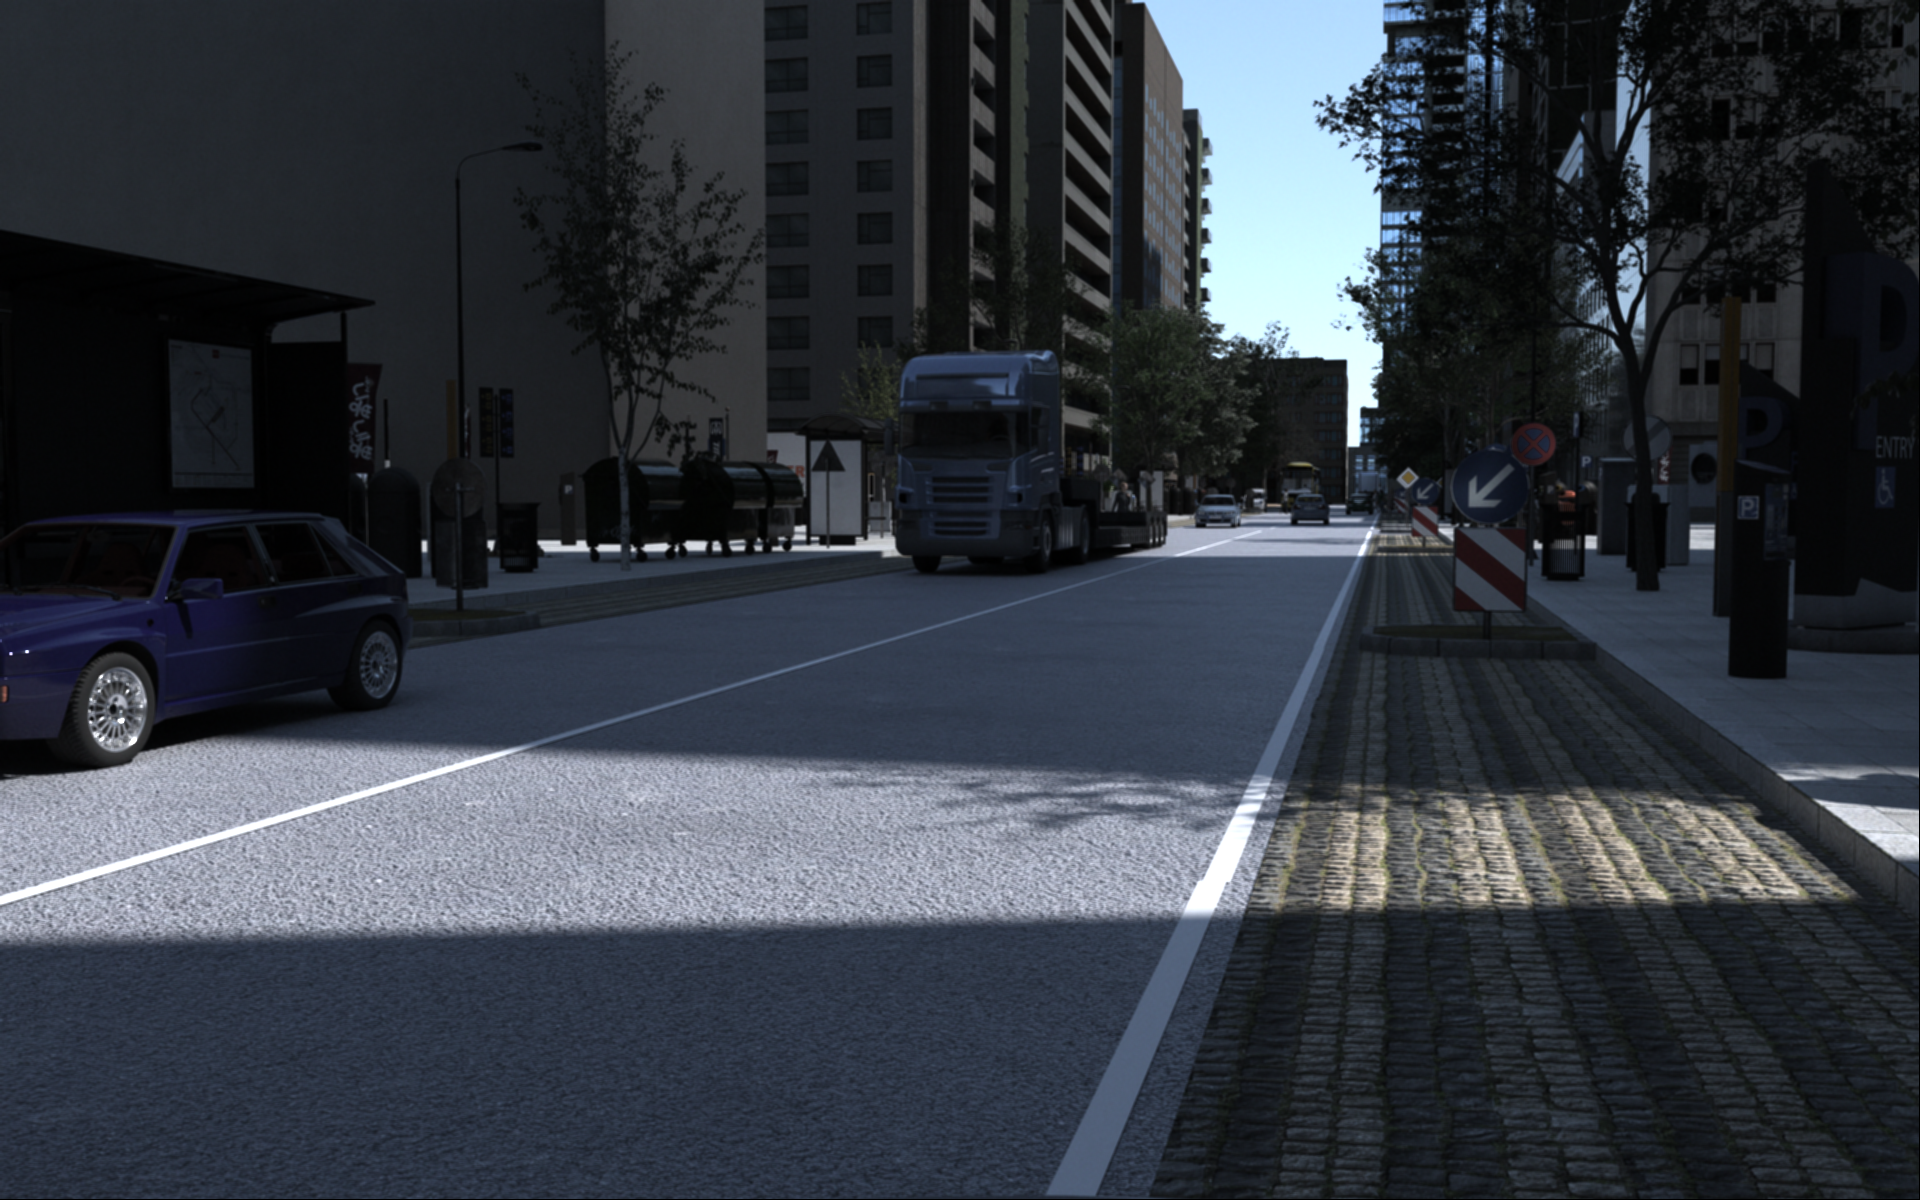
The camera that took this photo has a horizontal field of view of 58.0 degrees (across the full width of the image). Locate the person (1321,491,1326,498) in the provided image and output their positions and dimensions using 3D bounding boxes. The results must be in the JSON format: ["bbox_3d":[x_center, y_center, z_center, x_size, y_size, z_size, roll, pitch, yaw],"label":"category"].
[{"bbox_3d":[37.314,-10.343,178.061,0.683,1.767,0.568,1,4,10],"label":"person"}]

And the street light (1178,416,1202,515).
[{"bbox_3d":[13.798,-8.029,103.820,1.470,5.913,1.316,1,4,14],"label":"street light"}]

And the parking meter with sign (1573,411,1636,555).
[{"bbox_3d":[13.850,-2.460,36.475,1.738,3.016,0.543,0,4,7],"label":"parking meter with sign"}]

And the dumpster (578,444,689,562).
[{"bbox_3d":[-6.271,-1.884,33.291,1.502,2.255,1.985,1,4,14],"label":"dumpster"}]

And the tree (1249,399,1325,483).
[{"bbox_3d":[40.203,-18.706,216.205,12.009,13.543,11.850,0,3,0],"label":"tree"}]

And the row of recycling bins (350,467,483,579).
[{"bbox_3d":[-9.081,-1.194,26.633,3.534,1.692,1.069,0,4,1],"label":"row of recycling bins"}]

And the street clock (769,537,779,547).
[{"bbox_3d":[-4.547,-2.301,42.184,0.471,2.002,0.358,-2,4,-30],"label":"street clock"}]

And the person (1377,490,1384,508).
[{"bbox_3d":[33.981,-8.003,139.603,0.600,1.795,0.529,-1,4,-18],"label":"person"}]

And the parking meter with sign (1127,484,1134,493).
[{"bbox_3d":[12.584,-8.132,129.220,1.738,3.016,0.543,0,4,-7],"label":"parking meter with sign"}]

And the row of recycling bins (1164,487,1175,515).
[{"bbox_3d":[12.584,-6.434,112.311,1.069,1.692,3.534,2,4,29],"label":"row of recycling bins"}]

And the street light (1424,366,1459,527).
[{"bbox_3d":[17.738,-5.533,63.012,1.470,5.913,1.316,1,4,14],"label":"street light"}]

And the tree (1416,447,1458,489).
[{"bbox_3d":[33.620,-8.416,121.311,4.285,4.588,4.351,0,3,0],"label":"tree"}]

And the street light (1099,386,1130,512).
[{"bbox_3d":[6.610,-6.253,74.774,1.470,5.913,1.316,1,4,14],"label":"street light"}]

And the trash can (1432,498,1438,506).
[{"bbox_3d":[37.721,-7.674,137.122,0.748,1.137,0.748,0,3,0],"label":"trash can"}]

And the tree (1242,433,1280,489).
[{"bbox_3d":[28.551,-13.170,165.690,4.360,8.622,3.978,0,3,0],"label":"tree"}]

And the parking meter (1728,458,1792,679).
[{"bbox_3d":[5.613,-0.229,12.149,0.372,1.533,0.369,0,3,0],"label":"parking meter"}]

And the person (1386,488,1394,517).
[{"bbox_3d":[26.739,-6.037,107.553,0.599,1.781,0.374,-1,4,-18],"label":"person"}]

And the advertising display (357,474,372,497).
[{"bbox_3d":[-15.438,-2.422,44.811,0.123,1.923,0.974,-3,5,-40],"label":"advertising display"}]

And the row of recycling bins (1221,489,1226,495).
[{"bbox_3d":[21.453,-8.417,144.735,1.069,1.692,3.534,1,4,23],"label":"row of recycling bins"}]

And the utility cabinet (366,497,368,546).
[{"bbox_3d":[-13.621,-1.787,40.379,1.020,1.237,0.306,-2,4,-24],"label":"utility cabinet"}]

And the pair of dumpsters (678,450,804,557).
[{"bbox_3d":[-4.758,-2.110,36.987,1.574,2.255,4.437,1,4,14],"label":"pair of dumpsters"}]

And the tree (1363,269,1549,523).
[{"bbox_3d":[22.231,-9.282,77.510,9.928,11.665,9.643,0,3,0],"label":"tree"}]

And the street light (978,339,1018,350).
[{"bbox_3d":[1.054,-4.874,52.234,1.470,5.913,1.316,1,4,14],"label":"street light"}]

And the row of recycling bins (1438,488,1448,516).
[{"bbox_3d":[30.649,-6.133,107.379,1.069,1.692,3.534,0,4,-7],"label":"row of recycling bins"}]

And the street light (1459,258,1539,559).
[{"bbox_3d":[10.714,-3.766,34.113,1.470,5.913,1.316,1,4,14],"label":"street light"}]

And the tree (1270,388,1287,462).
[{"bbox_3d":[25.448,-14.068,155.774,9.928,11.665,9.643,0,3,0],"label":"tree"}]

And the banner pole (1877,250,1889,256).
[{"bbox_3d":[9.357,-1.715,18.058,0.401,3.779,0.863,-1,4,-20],"label":"banner pole"}]

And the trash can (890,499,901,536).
[{"bbox_3d":[-1.695,-2.395,50.818,0.748,1.137,0.748,0,3,0],"label":"trash can"}]

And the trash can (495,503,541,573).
[{"bbox_3d":[-7.235,-1.024,28.388,0.748,1.137,0.748,0,3,0],"label":"trash can"}]

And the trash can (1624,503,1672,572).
[{"bbox_3d":[11.370,-1.041,28.682,0.748,1.137,0.748,0,3,0],"label":"trash can"}]

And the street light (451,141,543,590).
[{"bbox_3d":[-6.159,-3.090,23.058,1.470,5.913,1.316,1,4,14],"label":"street light"}]

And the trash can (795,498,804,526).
[{"bbox_3d":[-6.615,-3.553,69.750,0.748,1.137,0.748,0,3,0],"label":"trash can"}]

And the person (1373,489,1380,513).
[{"bbox_3d":[30.376,-7.204,126.632,0.624,1.780,0.694,3,5,41],"label":"person"}]

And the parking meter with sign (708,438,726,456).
[{"bbox_3d":[-7.681,-3.492,53.359,0.543,3.016,1.738,0,4,6],"label":"parking meter with sign"}]

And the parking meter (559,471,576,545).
[{"bbox_3d":[-9.817,-2.300,43.312,0.399,1.863,0.255,-1,4,-21],"label":"parking meter"}]

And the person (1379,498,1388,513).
[{"bbox_3d":[31.223,-6.965,127.884,0.738,1.151,1.012,-3,5,-43],"label":"person"}]

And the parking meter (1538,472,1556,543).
[{"bbox_3d":[15.267,-2.407,45.066,0.399,1.863,0.255,-1,4,-16],"label":"parking meter"}]

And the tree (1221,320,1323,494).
[{"bbox_3d":[34.067,-20.221,186.507,12.611,20.169,13.585,0,3,0],"label":"tree"}]

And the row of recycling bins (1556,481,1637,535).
[{"bbox_3d":[19.966,-2.889,54.351,1.069,1.692,3.534,-3,5,-44],"label":"row of recycling bins"}]

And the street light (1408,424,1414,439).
[{"bbox_3d":[30.554,-8.682,114.487,1.470,5.913,1.316,1,4,14],"label":"street light"}]

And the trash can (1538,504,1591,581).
[{"bbox_3d":[8.968,-0.861,25.732,0.748,1.137,0.748,0,3,0],"label":"trash can"}]

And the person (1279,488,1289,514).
[{"bbox_3d":[23.034,-7.014,123.032,0.795,1.843,0.661,1,4,16],"label":"person"}]

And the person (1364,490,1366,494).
[{"bbox_3d":[40.056,-9.943,171.054,0.705,1.826,1.348,-1,4,-18],"label":"person"}]

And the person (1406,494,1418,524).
[{"bbox_3d":[21.447,-4.467,81.886,0.721,1.781,0.623,-2,4,-30],"label":"person"}]

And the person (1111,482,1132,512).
[{"bbox_3d":[4.605,-2.478,49.441,0.534,1.772,0.576,3,5,40],"label":"person"}]

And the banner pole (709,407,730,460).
[{"bbox_3d":[-6.894,-3.670,50.015,0.863,3.779,0.401,2,4,26],"label":"banner pole"}]

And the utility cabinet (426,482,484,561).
[{"bbox_3d":[-9.477,-1.460,32.552,1.173,1.500,0.318,2,4,28],"label":"utility cabinet"}]

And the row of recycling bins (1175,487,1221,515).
[{"bbox_3d":[16.132,-6.808,118.416,3.534,1.692,1.069,-3,5,-43],"label":"row of recycling bins"}]

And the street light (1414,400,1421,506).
[{"bbox_3d":[23.181,-6.884,85.086,1.470,5.913,1.316,1,4,14],"label":"street light"}]

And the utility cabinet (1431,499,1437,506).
[{"bbox_3d":[38.035,-7.864,139.736,1.020,1.237,0.306,1,4,22],"label":"utility cabinet"}]

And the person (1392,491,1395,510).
[{"bbox_3d":[38.112,-8.741,152.349,0.436,1.711,0.756,1,4,19],"label":"person"}]

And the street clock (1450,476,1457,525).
[{"bbox_3d":[20.303,-4.072,71.152,0.358,2.002,0.471,2,4,25],"label":"street clock"}]
